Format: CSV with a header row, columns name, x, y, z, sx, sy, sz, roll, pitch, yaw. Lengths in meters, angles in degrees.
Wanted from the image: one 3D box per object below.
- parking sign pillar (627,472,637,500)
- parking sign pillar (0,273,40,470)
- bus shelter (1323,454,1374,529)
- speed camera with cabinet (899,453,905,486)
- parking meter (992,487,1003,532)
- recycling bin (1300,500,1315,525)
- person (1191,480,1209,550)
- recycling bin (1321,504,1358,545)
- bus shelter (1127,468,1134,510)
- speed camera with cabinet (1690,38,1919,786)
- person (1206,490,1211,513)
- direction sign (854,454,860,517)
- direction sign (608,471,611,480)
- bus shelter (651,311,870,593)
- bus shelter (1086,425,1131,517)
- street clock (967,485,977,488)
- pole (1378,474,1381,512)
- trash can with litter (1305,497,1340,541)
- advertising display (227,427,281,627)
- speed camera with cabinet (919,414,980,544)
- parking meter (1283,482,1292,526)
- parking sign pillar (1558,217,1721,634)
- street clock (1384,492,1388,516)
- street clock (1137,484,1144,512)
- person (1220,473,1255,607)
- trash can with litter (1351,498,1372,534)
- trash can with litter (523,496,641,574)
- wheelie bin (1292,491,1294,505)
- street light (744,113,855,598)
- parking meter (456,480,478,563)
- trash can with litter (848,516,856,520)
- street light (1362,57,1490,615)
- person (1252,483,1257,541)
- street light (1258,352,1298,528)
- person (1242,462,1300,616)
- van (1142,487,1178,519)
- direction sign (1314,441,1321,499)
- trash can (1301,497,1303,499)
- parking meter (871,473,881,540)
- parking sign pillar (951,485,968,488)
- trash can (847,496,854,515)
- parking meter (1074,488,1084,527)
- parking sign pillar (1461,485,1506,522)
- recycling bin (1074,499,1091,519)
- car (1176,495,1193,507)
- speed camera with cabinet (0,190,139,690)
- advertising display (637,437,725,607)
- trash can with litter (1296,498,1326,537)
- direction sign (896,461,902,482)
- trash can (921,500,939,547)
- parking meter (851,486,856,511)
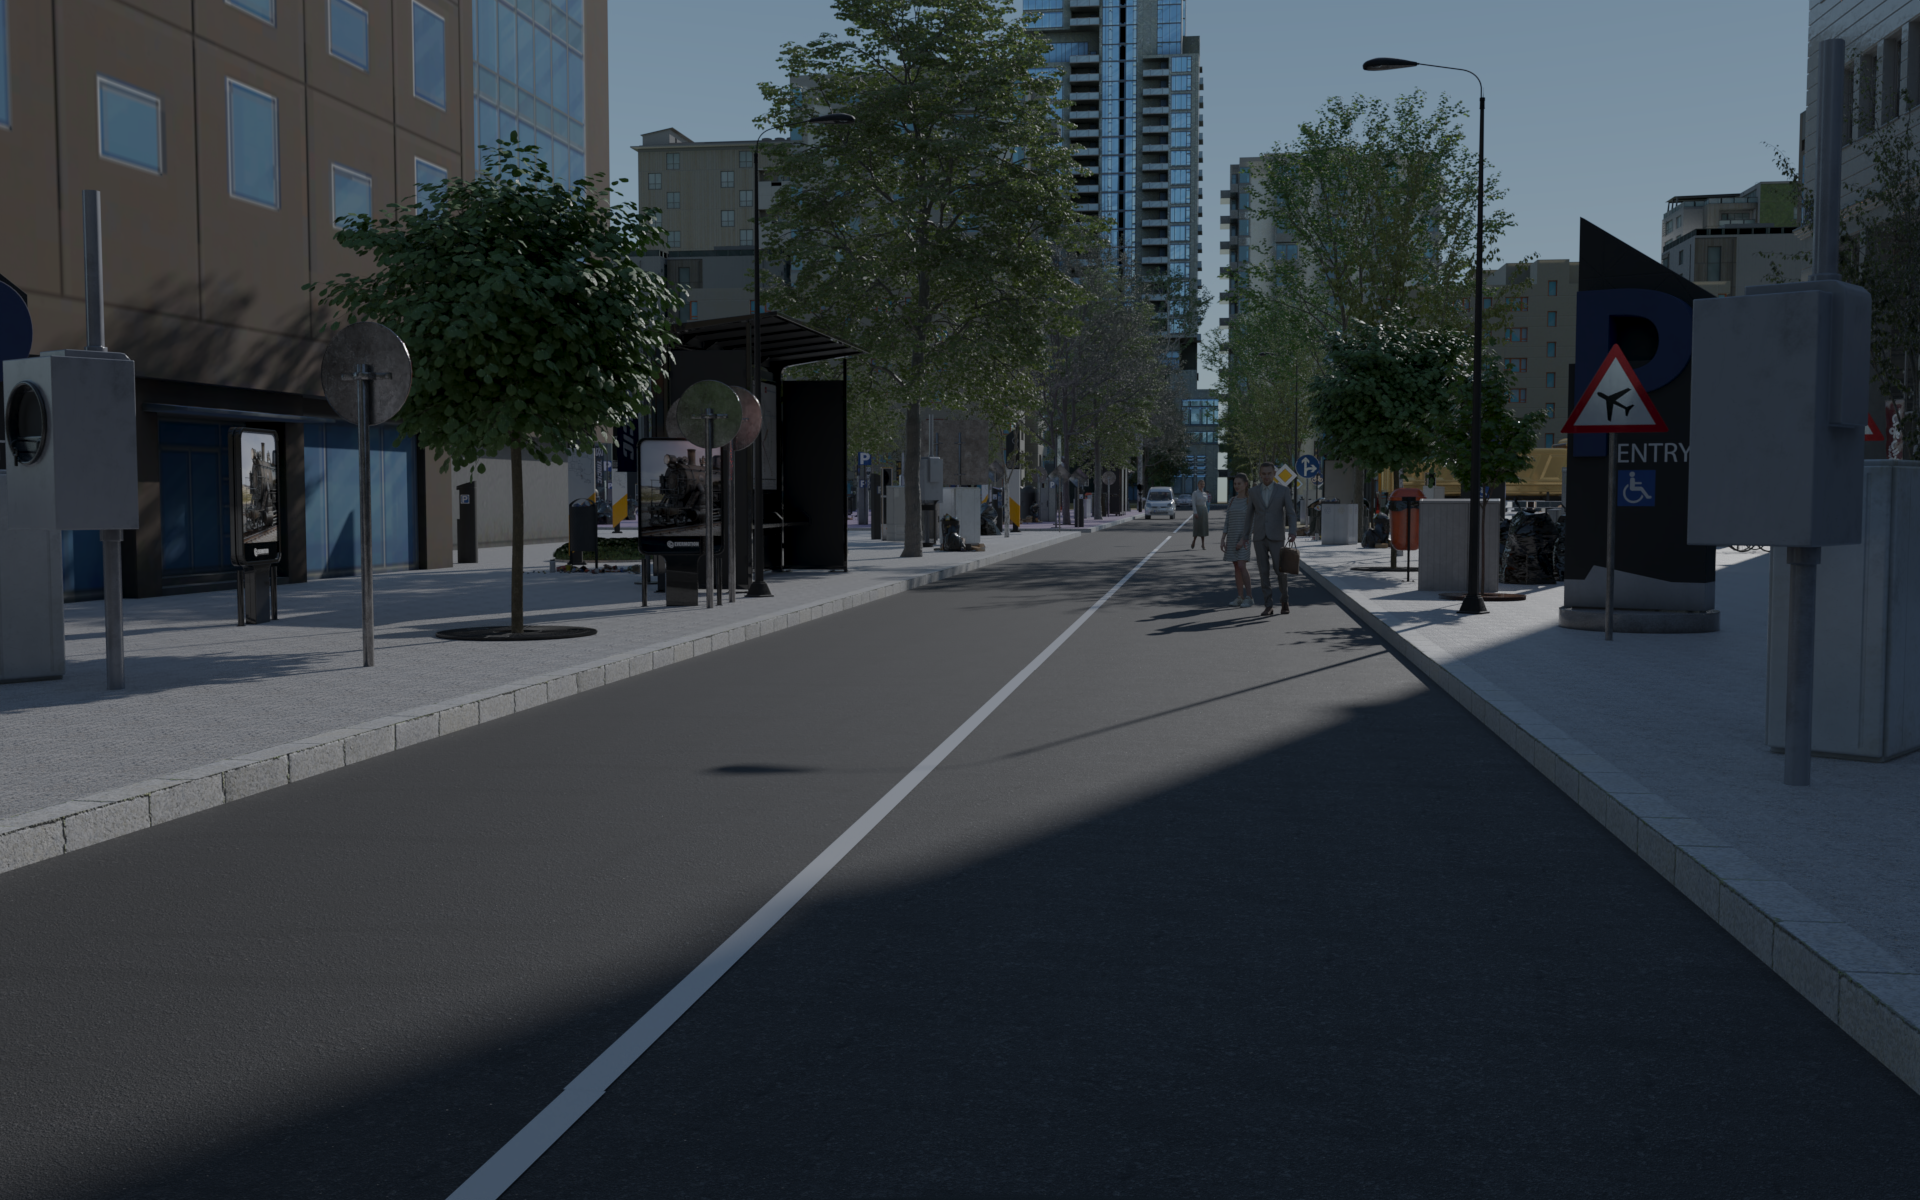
name,x,y,z,sx,sy,sz,roll,pitch,yaw
parking sign pillar,-25.401,-8.970,135.123,1.447,3.967,1.447,0,4,8
parking sign pillar,-8.754,-1.636,15.229,1.447,3.967,1.447,2,4,31
bus shelter,14.901,-4.440,66.523,2.014,3.302,5.546,1,4,8
speed camera with cabinet,-2.381,-5.372,82.172,0.660,3.252,2.038,-1,4,-14
parking meter,1.249,-3.046,58.207,0.372,1.533,0.369,0,3,0
recycling bin,14.765,-3.690,72.883,0.722,1.027,0.722,0,4,-5
person,6.156,-2.198,44.658,0.478,1.798,0.641,-1,4,-16
recycling bin,9.659,-1.927,44.056,0.722,1.027,0.722,2,4,34
bus shelter,11.151,-7.829,121.933,2.014,3.302,5.546,1,4,8
speed camera with cabinet,4.148,-0.853,8.279,0.660,3.252,2.038,3,5,44
person,18.509,-7.335,129.269,0.563,1.720,0.643,3,5,43
direction sign,-5.709,-6.385,96.399,0.379,3.537,0.876,-1,4,-22
direction sign,-25.635,-8.245,126.804,0.379,3.537,0.876,-1,4,-23
bus shelter,-2.766,-2.089,25.436,1.731,3.624,6.357,1,4,8
bus shelter,8.661,-7.550,101.067,2.179,5.291,8.768,1,4,8
street clock,0.601,-5.045,87.060,0.471,2.002,0.358,3,4,37
pole,25.888,-6.912,106.856,0.158,3.312,0.155,0,3,0
trash can with litter,10.719,-2.273,48.221,2.233,1.210,1.678,1,4,9
advertising display,-6.979,-0.731,17.163,0.123,1.923,0.974,0,4,-1
speed camera with cabinet,-0.372,-3.019,43.700,0.660,3.252,2.038,3,5,44
parking meter,13.011,-3.870,68.993,0.399,1.863,0.255,-3,5,-45
parking sign pillar,6.502,-1.714,16.494,1.447,3.967,1.447,2,4,35
street clock,24.870,-5.894,100.944,0.358,2.002,0.471,0,4,-2
street clock,12.672,-7.164,121.703,0.358,2.002,0.471,-3,4,-38
person,3.596,-0.775,22.174,0.512,1.701,0.522,3,5,44
trash can with litter,11.795,-2.426,51.047,0.624,1.170,1.055,2,4,23
trash can with litter,-5.872,-1.049,28.212,2.233,1.210,1.678,2,4,23
wheelie bin,13.610,-3.973,72.860,0.980,1.594,0.693,3,5,45
street light,-1.973,-2.986,21.361,1.470,5.913,1.316,1,4,8
parking meter,-9.162,-1.455,32.200,0.372,1.533,0.369,0,3,0
trash can with litter,-6.159,-4.591,86.119,2.233,1.210,1.678,1,4,16
street light,4.983,-2.813,18.532,1.470,5.913,1.316,1,4,8
person,9.039,-2.692,52.850,0.599,1.781,0.374,-2,4,-30
street light,10.462,-5.151,56.753,1.470,5.913,1.316,1,4,8
person,3.674,-0.725,20.468,0.709,1.813,0.853,1,4,19
van,11.461,-5.633,99.103,2.013,2.044,4.112,1,4,9
direction sign,15.199,-4.998,73.722,0.379,3.537,0.876,2,4,29
trash can,19.794,-5.337,98.917,0.748,1.137,0.748,0,3,0
parking meter,-2.296,-2.641,48.894,0.399,1.863,0.255,-2,4,-32
parking sign pillar,0.008,-8.066,120.345,1.447,3.967,1.447,2,4,29
trash can,-6.853,-5.742,105.530,0.748,1.137,0.748,0,3,0
parking meter,4.608,-3.575,66.870,0.372,1.533,0.369,0,3,0
parking sign pillar,15.910,-3.924,52.623,1.447,3.967,1.447,1,4,20
recycling bin,6.402,-4.781,90.725,0.722,1.027,0.722,1,4,22
car,25.448,-11.214,195.709,2.083,1.381,4.827,1,4,10
speed camera with cabinet,-6.321,-1.059,11.654,2.038,3.252,0.660,3,4,37
advertising display,-3.187,-0.891,19.788,0.974,1.923,0.123,-1,4,-13
trash can with litter,10.577,-2.508,52.387,0.624,1.170,1.055,-3,5,-44
direction sign,-3.917,-7.725,118.302,0.876,3.537,0.379,0,4,-7
trash can,-0.873,-1.851,41.920,0.748,1.137,0.748,0,3,0
parking meter,-7.918,-7.512,128.538,0.255,1.863,0.399,-3,4,-38
